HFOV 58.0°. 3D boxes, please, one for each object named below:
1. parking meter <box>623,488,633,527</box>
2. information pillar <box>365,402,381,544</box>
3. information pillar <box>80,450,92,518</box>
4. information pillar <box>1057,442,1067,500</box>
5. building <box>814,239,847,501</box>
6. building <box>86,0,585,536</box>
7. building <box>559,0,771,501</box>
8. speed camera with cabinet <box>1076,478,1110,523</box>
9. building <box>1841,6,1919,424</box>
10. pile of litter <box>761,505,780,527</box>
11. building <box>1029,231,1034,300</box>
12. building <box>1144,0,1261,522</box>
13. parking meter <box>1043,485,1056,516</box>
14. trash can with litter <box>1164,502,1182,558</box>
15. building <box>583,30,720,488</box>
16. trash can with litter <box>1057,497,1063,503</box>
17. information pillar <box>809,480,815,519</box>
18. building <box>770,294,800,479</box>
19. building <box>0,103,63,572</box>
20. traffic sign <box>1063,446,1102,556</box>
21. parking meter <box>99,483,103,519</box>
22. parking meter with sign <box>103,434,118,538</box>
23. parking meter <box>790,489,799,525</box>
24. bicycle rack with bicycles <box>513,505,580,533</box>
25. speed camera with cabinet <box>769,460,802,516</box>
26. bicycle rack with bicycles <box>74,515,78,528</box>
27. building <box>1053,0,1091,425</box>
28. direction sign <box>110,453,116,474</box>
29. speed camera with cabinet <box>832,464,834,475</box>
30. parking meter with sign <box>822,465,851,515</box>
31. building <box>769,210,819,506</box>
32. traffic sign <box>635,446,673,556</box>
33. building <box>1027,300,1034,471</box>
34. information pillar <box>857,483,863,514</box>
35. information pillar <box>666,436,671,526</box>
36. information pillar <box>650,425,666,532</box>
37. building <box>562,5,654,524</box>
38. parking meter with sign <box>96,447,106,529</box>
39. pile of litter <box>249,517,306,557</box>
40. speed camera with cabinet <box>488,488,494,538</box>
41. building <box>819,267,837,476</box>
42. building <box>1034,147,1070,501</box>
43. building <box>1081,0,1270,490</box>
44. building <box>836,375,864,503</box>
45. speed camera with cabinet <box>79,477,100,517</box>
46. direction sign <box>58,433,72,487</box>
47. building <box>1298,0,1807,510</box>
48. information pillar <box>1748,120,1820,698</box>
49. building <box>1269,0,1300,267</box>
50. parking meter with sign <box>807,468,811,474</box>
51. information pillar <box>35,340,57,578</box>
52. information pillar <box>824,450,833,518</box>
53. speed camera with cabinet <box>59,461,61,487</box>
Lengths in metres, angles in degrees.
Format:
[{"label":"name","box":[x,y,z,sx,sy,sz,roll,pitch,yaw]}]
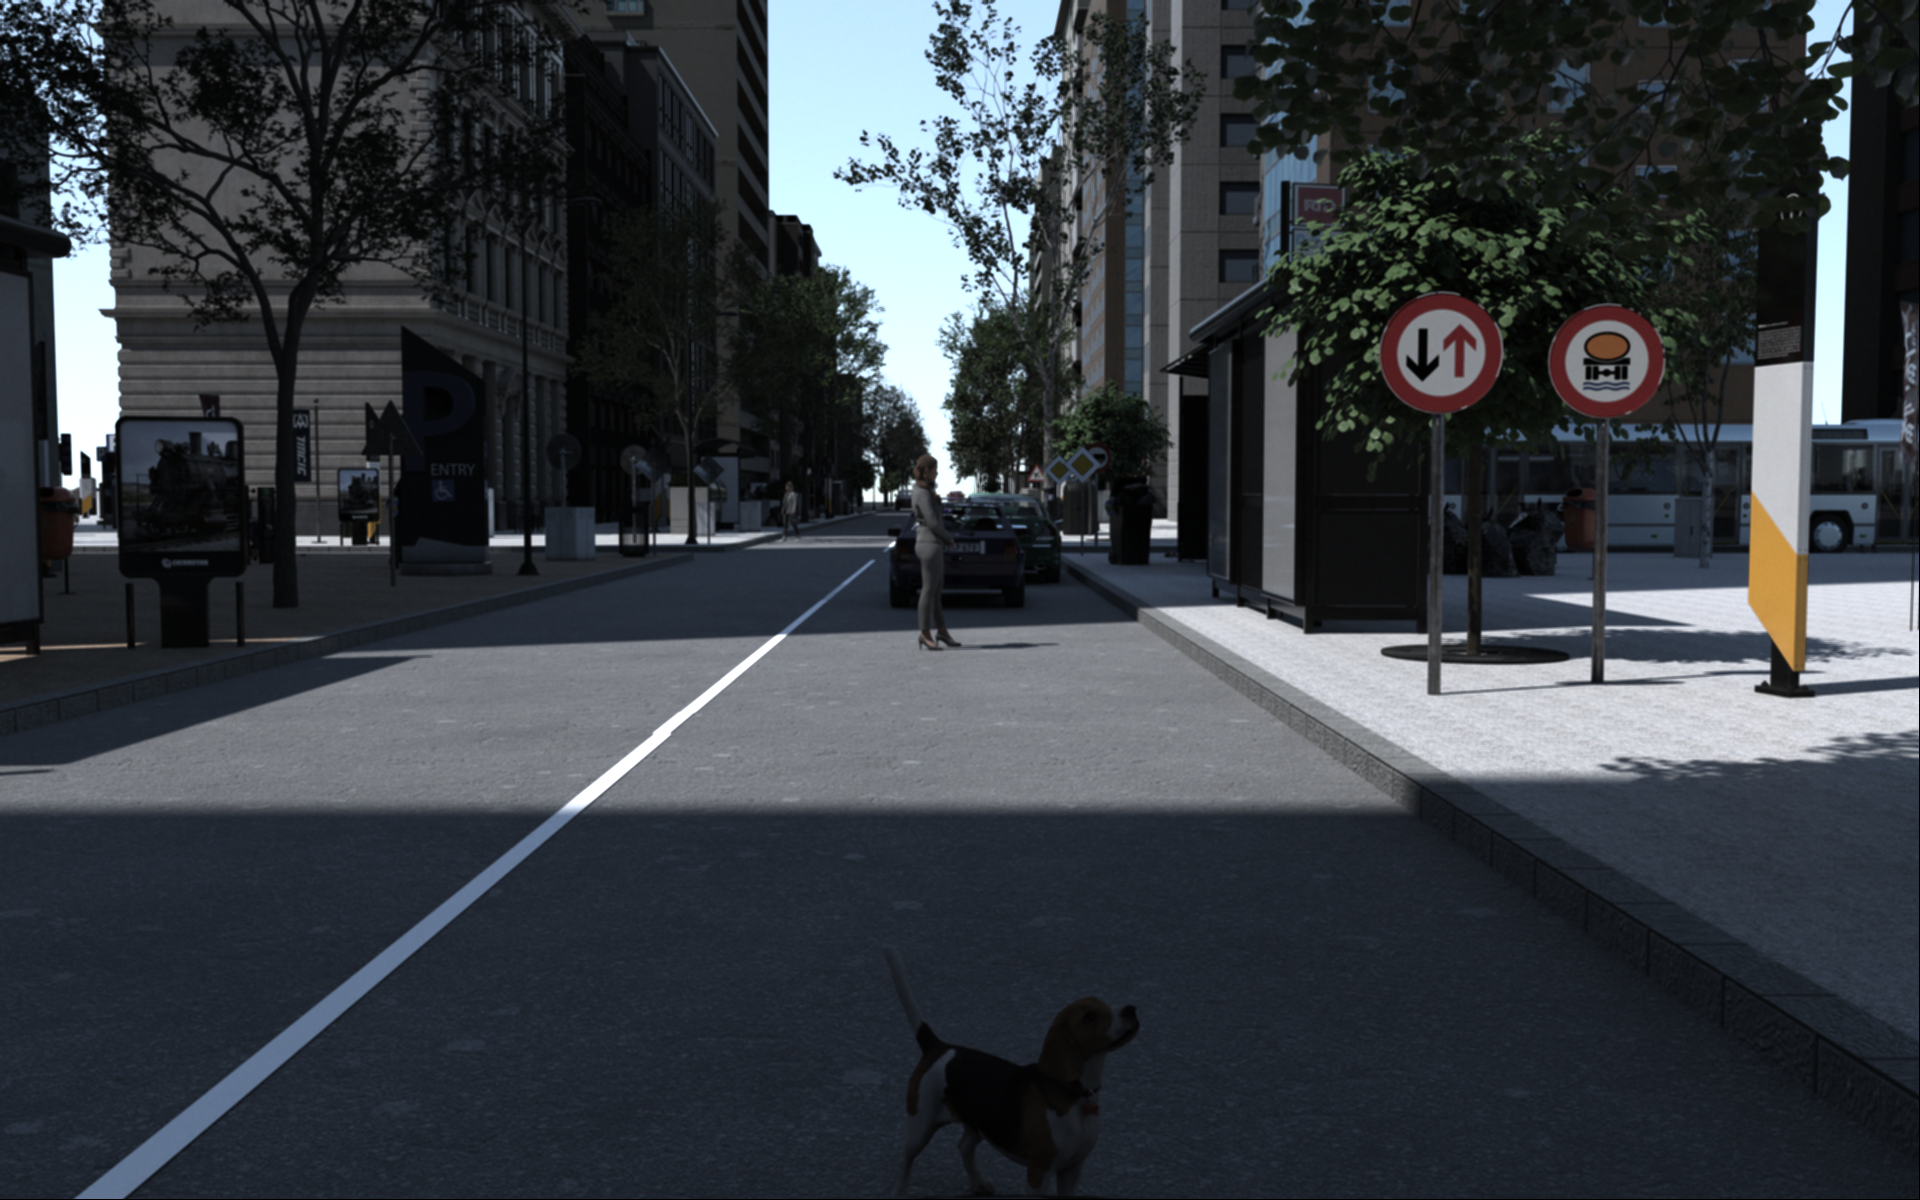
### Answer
[{"label":"parking meter","box":[-12.924,-3.609,67.411,0.372,1.533,0.369,0,3,0]},{"label":"information pillar","box":[-15.037,-3.243,44.370,0.183,3.616,0.504,1,4,14]},{"label":"information pillar","box":[-46.600,-6.177,92.345,0.504,3.616,0.183,-1,4,-19]},{"label":"information pillar","box":[4.510,-5.259,77.340,0.504,3.616,0.183,2,4,29]},{"label":"building","box":[-31.972,-33.289,236.158,32.217,40.220,23.993,0,4,0]},{"label":"building","box":[-20.838,-14.217,61.325,11.050,23.489,19.941,0,4,0]},{"label":"building","box":[-26.014,-30.920,129.241,21.300,48.544,21.600,0,4,0]},{"label":"speed camera with cabinet","box":[6.038,-5.020,76.416,2.038,3.252,0.660,-3,4,-36]},{"label":"building","box":[47.689,-24.929,62.216,28.867,44.769,22.147,0,4,0]},{"label":"pile of litter","box":[-7.554,-3.362,68.937,1.176,0.858,1.719,-2,4,-23]},{"label":"building","box":[17.627,-35.902,270.591,14.154,41.232,14.086,0,4,0]},{"label":"building","box":[20.322,-33.553,90.590,21.231,58.520,28.212,0,4,0]},{"label":"parking meter","box":[2.640,-2.614,51.142,0.372,1.533,0.369,0,3,0]},{"label":"trash can with litter","box":[5.042,-1.481,35.273,2.233,1.210,1.678,-2,4,-28]},{"label":"building","box":[-22.470,-18.716,99.514,14.314,27.812,24.014,0,4,0]},{"label":"trash can with litter","box":[4.197,-3.549,69.410,1.055,1.170,0.624,3,5,39]},{"label":"information pillar","box":[-7.529,-5.101,87.896,0.304,2.012,0.304,0,4,-6]},{"label":"building","box":[-29.565,-19.049,156.483,27.650,21.520,28.899,0,4,0]},{"label":"building","box":[-30.398,-42.955,14.993,31.000,86.520,22.319,0,4,0]},{"label":"traffic sign","box":[2.540,-1.979,35.992,0.795,2.450,0.064,0,4,0]},{"label":"parking meter","box":[-44.284,-5.128,89.550,0.255,1.863,0.399,0,4,2]},{"label":"parking meter with sign","box":[-24.519,-3.351,51.042,0.543,3.016,1.738,0,4,-6]},{"label":"parking meter","box":[-6.973,-3.935,72.754,0.372,1.533,0.369,0,3,0]},{"label":"bicycle rack with bicycles","box":[-13.690,-2.684,57.264,2.852,0.926,2.925,1,4,10]},{"label":"speed camera with cabinet","box":[-10.171,-6.585,101.993,2.038,3.252,0.660,1,4,12]},{"label":"bicycle rack with bicycles","box":[-32.968,-2.896,60.736,2.925,0.926,2.852,0,4,3]},{"label":"building","box":[24.288,-35.693,172.823,28.713,52.752,27.495,0,4,0]},{"label":"direction sign","box":[-33.411,-4.714,69.067,0.876,3.537,0.379,0,4,-6]},{"label":"speed camera with cabinet","box":[-8.198,-7.257,112.995,0.660,3.252,2.038,0,4,4]},{"label":"parking meter with sign","box":[-7.457,-6.652,105.015,1.738,3.016,0.543,2,4,27]},{"label":"building","box":[-22.466,-24.846,177.931,14.160,30.474,14.107,0,4,0]},{"label":"traffic sign","box":[-6.354,-1.978,35.984,0.795,2.450,0.064,0,4,0]},{"label":"building","box":[16.901,-29.647,256.434,14.160,30.474,14.107,0,4,0]},{"label":"information pillar","box":[-6.583,-6.685,113.785,0.304,2.012,0.304,1,4,11]},{"label":"information pillar","box":[-11.861,-4.815,70.080,0.183,3.616,0.504,2,4,25]},{"label":"information pillar","box":[-10.238,-4.095,58.300,0.504,3.616,0.183,3,5,43]},{"label":"building","box":[-21.675,-15.296,79.765,12.332,23.373,15.834,0,4,0]},{"label":"parking meter with sign","box":[-31.045,-4.160,64.273,0.543,3.016,1.738,2,4,28]},{"label":"pile of litter","box":[-14.276,-1.320,35.542,1.719,0.858,1.176,-1,4,-23]},{"label":"speed camera with cabinet","box":[-14.665,-3.431,50.436,2.038,3.252,0.660,-3,4,-36]},{"label":"building","box":[-22.943,-27.264,217.470,14.160,30.474,14.107,0,4,0]},{"label":"building","box":[21.307,-37.561,237.826,21.300,48.544,21.600,0,4,0]},{"label":"building","box":[18.072,-30.644,151.132,14.600,45.320,14.200,0,4,0]},{"label":"building","box":[-29.282,-25.575,263.185,27.650,21.520,28.899,0,4,0]},{"label":"speed camera with cabinet","box":[-47.911,-6.237,96.312,0.660,3.252,2.038,2,4,24]},{"label":"direction sign","box":[-33.583,-4.439,64.578,0.876,3.537,0.379,-2,4,-34]},{"label":"building","box":[18.168,-24.955,58.129,14.200,45.320,14.600,0,4,0]},{"label":"information pillar","box":[5.255,-1.204,11.046,0.183,3.616,0.504,-1,4,-11]},{"label":"building","box":[17.789,-29.777,136.958,14.600,45.320,14.200,0,4,0]},{"label":"parking meter with sign","box":[-9.561,-7.422,117.616,1.738,3.016,0.543,-3,5,-43]},{"label":"information pillar","box":[-14.187,-2.153,26.555,0.504,3.616,0.183,1,4,15]},{"label":"information pillar","box":[-6.966,-6.128,91.549,0.183,3.616,0.504,2,4,35]},{"label":"speed camera with cabinet","box":[-24.702,-3.155,45.924,2.038,3.252,0.660,2,4,30]}]
